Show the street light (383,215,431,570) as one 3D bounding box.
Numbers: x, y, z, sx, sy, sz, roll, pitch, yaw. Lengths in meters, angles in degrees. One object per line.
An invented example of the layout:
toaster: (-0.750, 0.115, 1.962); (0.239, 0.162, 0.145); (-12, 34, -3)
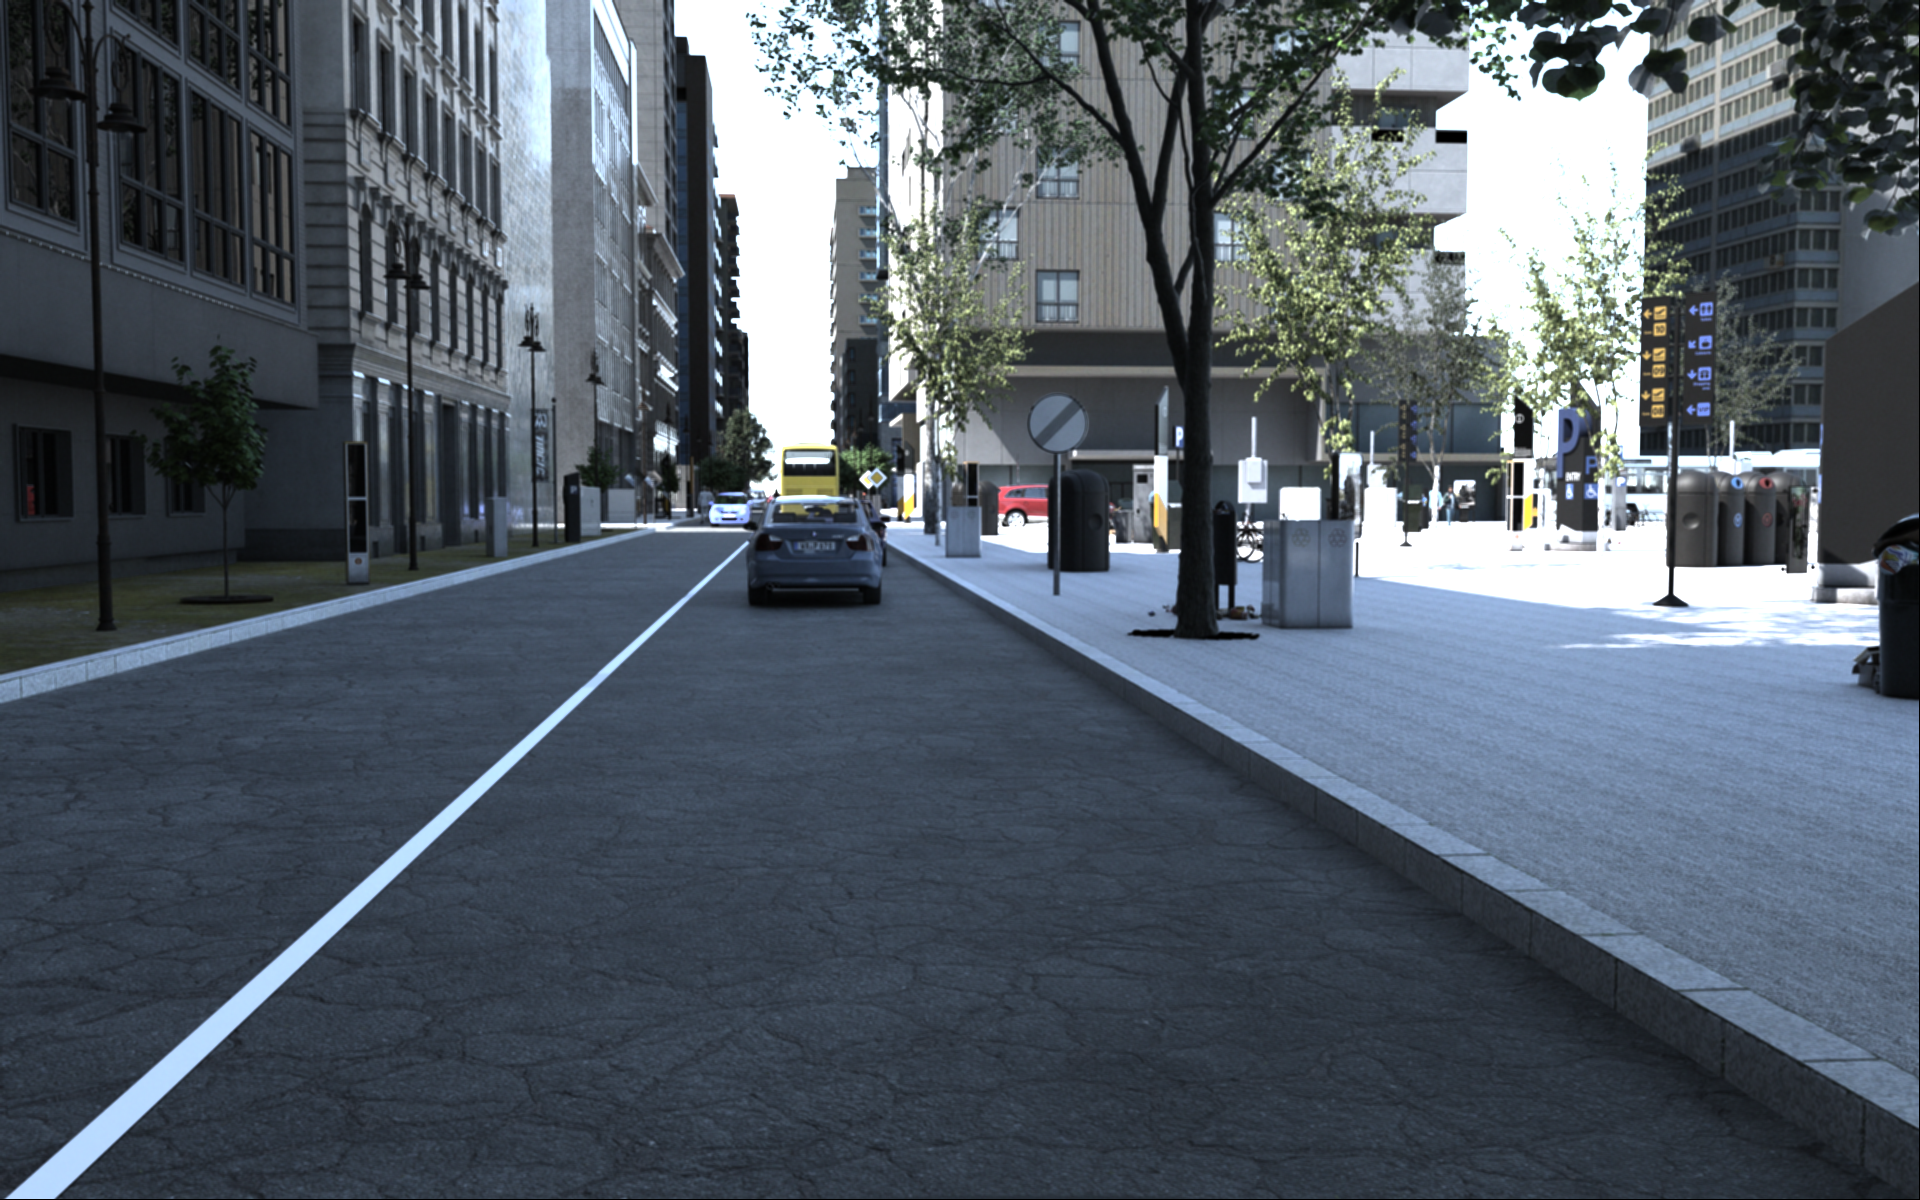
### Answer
street light: (-9.223, -3.441, 29.048); (0.468, 5.910, 1.993); (0, 4, -5)

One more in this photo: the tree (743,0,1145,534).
tree: (0.507, -12.168, 54.838); (12.611, 20.169, 13.585); (0, 3, 0)

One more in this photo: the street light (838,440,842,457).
street light: (-8.867, -9.767, 132.484); (0.468, 5.910, 1.993); (0, 4, -5)

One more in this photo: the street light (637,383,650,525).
street light: (-13.173, -6.085, 72.285); (0.468, 5.910, 1.993); (0, 4, -5)

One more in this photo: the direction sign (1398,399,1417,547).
direction sign: (10.793, -3.047, 41.814); (0.379, 3.537, 0.876); (3, 5, 42)

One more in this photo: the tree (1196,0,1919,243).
tree: (3.559, -5.961, 4.126); (9.857, 13.997, 8.962); (0, 3, 0)

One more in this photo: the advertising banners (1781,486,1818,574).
advertising banners: (14.110, -1.948, 28.031); (2.074, 3.025, 0.090); (-2, 4, -23)

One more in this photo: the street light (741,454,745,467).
street light: (-23.863, -13.155, 187.873); (0.468, 5.910, 1.993); (0, 4, -5)

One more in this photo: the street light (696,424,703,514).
street light: (-16.848, -8.513, 111.982); (0.468, 5.910, 1.993); (0, 4, -5)

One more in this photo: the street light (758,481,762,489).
street light: (-31.373, -18.164, 269.768); (0.468, 5.910, 1.993); (0, 4, -5)

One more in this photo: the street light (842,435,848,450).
street light: (-7.668, -8.954, 119.183); (0.468, 5.910, 1.993); (0, 4, -5)

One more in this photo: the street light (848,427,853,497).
street light: (-6.407, -8.129, 105.703); (0.468, 5.910, 1.993); (0, 4, -5)

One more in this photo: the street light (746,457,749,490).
street light: (-25.097, -13.946, 200.800); (0.468, 5.910, 1.993); (0, 4, -5)

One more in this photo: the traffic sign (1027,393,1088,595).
traffic sign: (1.227, -1.334, 21.912); (0.768, 2.556, 0.104); (0, 4, -2)

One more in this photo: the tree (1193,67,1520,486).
tree: (6.151, -4.820, 29.178); (4.737, 8.622, 4.395); (0, 3, 0)

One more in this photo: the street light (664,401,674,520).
street light: (-14.473, -6.932, 86.121); (0.468, 5.910, 1.993); (0, 4, -5)

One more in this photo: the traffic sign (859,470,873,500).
traffic sign: (-3.836, -4.218, 72.610); (0.795, 2.450, 0.064); (0, 4, -5)

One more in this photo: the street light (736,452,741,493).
street light: (-22.686, -12.364, 174.942); (0.468, 5.910, 1.993); (0, 4, -5)

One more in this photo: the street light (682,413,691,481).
street light: (-15.618, -7.723, 99.055); (0.468, 5.910, 1.993); (0, 4, -5)

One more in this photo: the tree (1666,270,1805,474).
tree: (24.839, -6.495, 56.553); (4.360, 8.622, 3.978); (0, 3, 0)

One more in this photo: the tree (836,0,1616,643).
tree: (1.944, -5.468, 15.150); (9.928, 11.665, 9.643); (0, 3, 0)

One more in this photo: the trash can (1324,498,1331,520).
trash can: (12.780, -2.893, 58.950); (0.748, 1.137, 0.748); (0, 3, 0)

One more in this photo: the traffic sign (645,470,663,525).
traffic sign: (-12.695, -4.170, 71.817); (0.795, 2.450, 0.064); (0, 4, -5)

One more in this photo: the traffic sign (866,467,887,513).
traffic sign: (-3.104, -3.732, 64.658); (0.795, 2.450, 0.064); (0, 4, -5)

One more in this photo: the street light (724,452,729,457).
street light: (-20.300, -10.749, 148.535); (0.468, 5.910, 1.993); (0, 4, -5)

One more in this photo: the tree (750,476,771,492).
tree: (-34.803, -21.709, 305.298); (4.360, 8.622, 3.978); (0, 3, 0)

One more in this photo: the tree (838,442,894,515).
tree: (-7.008, -7.943, 113.587); (4.285, 4.588, 4.351); (0, 3, 0)

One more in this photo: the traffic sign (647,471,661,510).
traffic sign: (-13.494, -4.546, 76.464); (0.606, 2.300, 0.079); (0, 4, -3)

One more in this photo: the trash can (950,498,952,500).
trash can: (-0.009, -3.278, 65.248); (0.748, 1.137, 0.748); (0, 3, 0)

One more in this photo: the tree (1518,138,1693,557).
tree: (12.890, -5.187, 35.167); (4.737, 8.622, 4.395); (0, 3, 0)

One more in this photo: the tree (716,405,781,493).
tree: (-27.453, -18.686, 222.530); (9.611, 12.733, 9.660); (0, 3, 0)

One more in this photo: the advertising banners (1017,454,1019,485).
advertising banners: (2.458, -4.784, 74.409); (0.090, 3.025, 2.074); (0, 4, 4)

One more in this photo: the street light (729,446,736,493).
street light: (-21.501, -11.573, 162.011); (0.468, 5.910, 1.993); (0, 4, -5)

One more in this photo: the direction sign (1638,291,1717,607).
direction sign: (8.143, -1.697, 19.739); (0.379, 3.537, 0.876); (-3, 5, -40)

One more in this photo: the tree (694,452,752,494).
tree: (-19.038, -9.196, 134.073); (4.285, 4.588, 4.351); (0, 3, 0)

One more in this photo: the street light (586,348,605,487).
street light: (-11.559, -5.029, 55.006); (0.468, 5.910, 1.993); (0, 4, -5)

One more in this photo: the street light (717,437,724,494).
street light: (-19.323, -10.127, 138.371); (0.468, 5.910, 1.993); (0, 4, -5)

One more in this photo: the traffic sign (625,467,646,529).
traffic sign: (-11.962, -3.683, 63.866); (0.795, 2.450, 0.064); (0, 4, -5)

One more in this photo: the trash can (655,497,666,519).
trash can: (-15.734, -4.834, 90.693); (0.748, 1.137, 0.748); (0, 3, 0)

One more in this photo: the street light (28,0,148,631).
street light: (-8.030, -2.650, 16.118); (0.468, 5.910, 1.993); (0, 4, -5)

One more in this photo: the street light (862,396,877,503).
street light: (-4.098, -6.547, 79.836); (0.468, 5.910, 1.993); (0, 4, -5)

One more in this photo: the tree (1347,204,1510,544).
tree: (12.245, -5.772, 44.733); (4.360, 8.622, 3.978); (0, 3, 0)

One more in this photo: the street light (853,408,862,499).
street light: (-5.317, -7.338, 92.763); (0.468, 5.910, 1.993); (0, 4, -5)

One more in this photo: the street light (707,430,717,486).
street light: (-18.042, -9.329, 125.310); (0.468, 5.910, 1.993); (0, 4, -5)

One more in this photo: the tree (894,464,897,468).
tree: (-7.739, -8.912, 129.419); (4.285, 4.588, 4.351); (0, 3, 0)

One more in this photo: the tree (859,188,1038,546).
tree: (-0.294, -5.650, 42.734); (4.737, 8.622, 4.395); (0, 3, 0)

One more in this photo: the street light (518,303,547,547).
street light: (-10.358, -4.238, 42.077); (0.468, 5.910, 1.993); (0, 4, -5)
